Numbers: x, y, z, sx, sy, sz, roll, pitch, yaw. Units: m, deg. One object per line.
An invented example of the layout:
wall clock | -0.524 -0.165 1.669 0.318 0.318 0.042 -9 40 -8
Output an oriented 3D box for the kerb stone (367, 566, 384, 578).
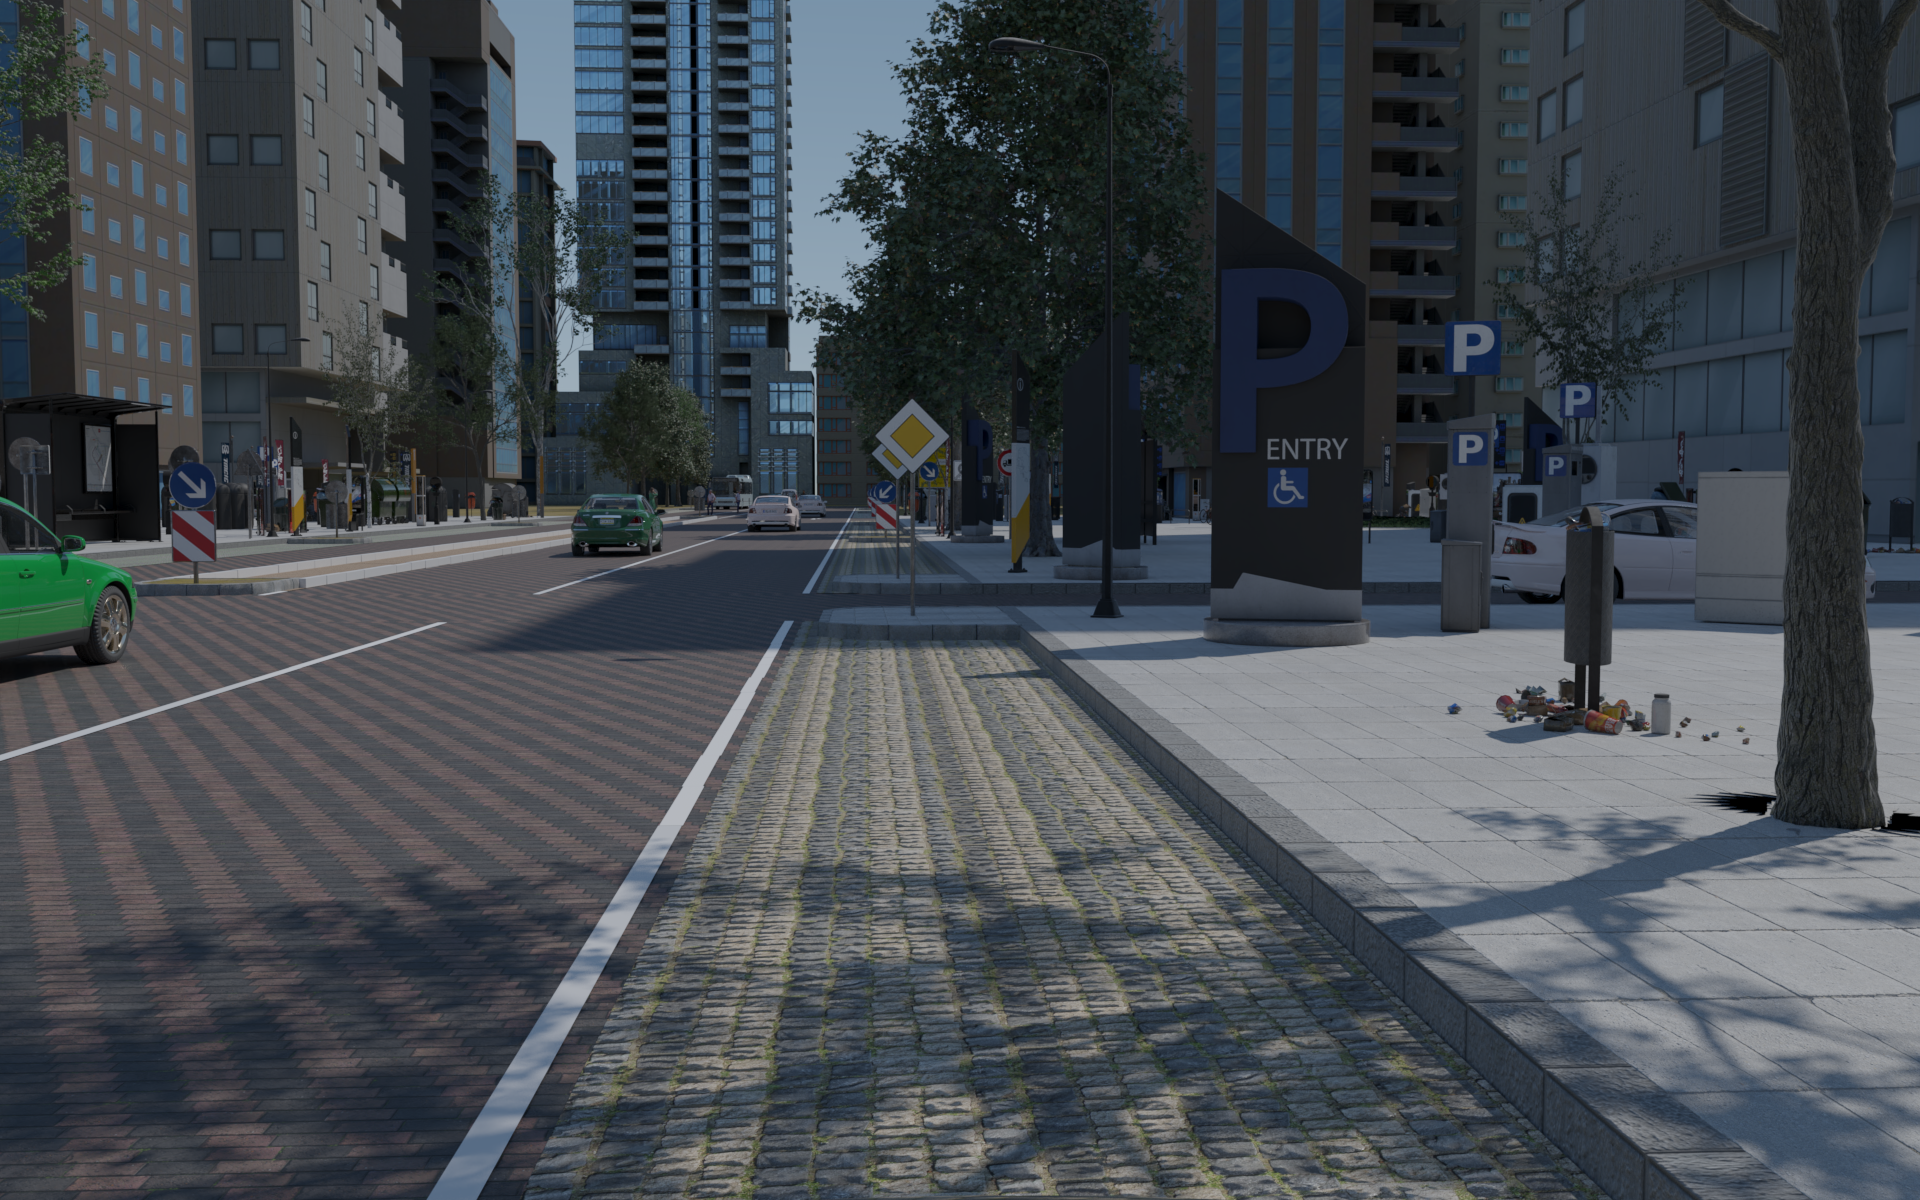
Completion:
kerb stone | -10.178 -0.467 29.850 0.120 0.150 1.000 0 4 -3

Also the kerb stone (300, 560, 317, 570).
kerb stone | -12.449 -0.650 32.817 0.120 0.150 1.000 0 4 -3

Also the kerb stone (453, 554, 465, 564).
kerb stone | -10.520 -0.844 35.997 0.120 0.150 1.000 0 4 -3

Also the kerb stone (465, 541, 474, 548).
kerb stone | -13.195 -1.465 46.140 0.120 0.150 1.000 0 4 -3

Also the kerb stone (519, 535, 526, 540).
kerb stone | -13.587 -1.895 53.291 0.120 0.150 1.000 0 4 -3

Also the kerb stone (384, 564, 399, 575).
kerb stone | -10.242 -0.531 30.870 0.120 0.150 1.000 0 4 -3

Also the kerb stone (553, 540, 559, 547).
kerb stone | -11.147 -1.532 47.247 0.120 0.150 1.000 0 4 -3

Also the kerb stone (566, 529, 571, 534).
kerb stone | -14.043 -2.399 61.480 0.120 0.150 1.000 0 4 -3

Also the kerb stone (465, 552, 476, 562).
kerb stone | -10.578 -0.907 37.018 0.120 0.150 1.000 0 4 -3

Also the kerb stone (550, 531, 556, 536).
kerb stone | -13.872 -2.209 58.403 0.120 0.150 1.000 0 4 -3

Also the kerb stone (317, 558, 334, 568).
kerb stone | -12.505 -0.711 33.837 0.120 0.150 1.000 0 4 -3

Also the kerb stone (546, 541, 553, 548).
kerb stone | -11.094 -1.470 46.226 0.120 0.150 1.000 0 4 -3

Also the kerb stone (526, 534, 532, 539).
kerb stone | -13.648 -1.964 54.311 0.120 0.150 1.000 0 4 -3

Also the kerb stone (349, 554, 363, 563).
kerb stone | -12.624 -0.838 35.899 0.120 0.150 1.000 0 4 -3

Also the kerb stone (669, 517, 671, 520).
kerb stone | -15.802 -4.343 93.203 0.120 0.150 1.000 0 4 -3

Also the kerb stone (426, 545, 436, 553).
kerb stone | -12.965 -1.213 42.041 0.120 0.150 1.000 0 4 -3

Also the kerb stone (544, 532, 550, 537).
kerb stone | -13.818 -2.151 57.382 0.120 0.150 1.000 0 4 -3

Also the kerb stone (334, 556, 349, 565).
kerb stone | -12.562 -0.775 34.864 0.120 0.150 1.000 0 4 -3

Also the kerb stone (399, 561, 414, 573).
kerb stone | -10.298 -0.583 31.894 0.120 0.150 1.000 0 4 -3

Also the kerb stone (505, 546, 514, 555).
kerb stone | -10.809 -1.157 41.115 0.120 0.150 1.000 0 4 -3

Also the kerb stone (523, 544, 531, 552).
kerb stone | -10.913 -1.282 43.158 0.120 0.150 1.000 0 4 -3

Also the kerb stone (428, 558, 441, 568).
kerb stone | -10.403 -0.718 33.943 0.120 0.150 1.000 0 4 -3

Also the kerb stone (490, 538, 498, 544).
kerb stone | -13.364 -1.649 49.208 0.120 0.150 1.000 0 4 -3

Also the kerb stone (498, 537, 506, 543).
kerb stone | -13.418 -1.715 50.229 0.120 0.150 1.000 0 4 -3

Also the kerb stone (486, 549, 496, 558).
kerb stone | -10.696 -1.032 39.073 0.120 0.150 1.000 0 4 -3

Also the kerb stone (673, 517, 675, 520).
kerb stone | -15.926 -4.468 95.244 0.120 0.150 1.000 0 4 -3

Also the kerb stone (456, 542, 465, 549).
kerb stone | -13.136 -1.402 45.120 0.120 0.150 1.000 0 4 -3

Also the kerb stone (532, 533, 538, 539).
kerb stone | -13.704 -2.027 55.333 0.120 0.150 1.000 0 4 -3

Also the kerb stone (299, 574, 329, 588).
kerb stone | -10.016 -0.281 26.787 0.120 0.150 1.000 0 4 -3

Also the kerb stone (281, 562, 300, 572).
kerb stone | -12.393 -0.587 31.794 0.120 0.150 1.000 0 4 -3

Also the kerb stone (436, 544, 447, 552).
kerb stone | -13.013 -1.277 43.075 0.120 0.150 1.000 0 4 -3

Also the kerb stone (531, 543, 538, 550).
kerb stone | -10.977 -1.341 44.180 0.120 0.150 1.000 0 4 -3

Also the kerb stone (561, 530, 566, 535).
kerb stone | -13.984 -2.340 60.458 0.120 0.150 1.000 0 4 -3

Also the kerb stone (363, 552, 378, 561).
kerb stone | -12.669 -0.901 36.920 0.120 0.150 1.000 0 4 -3

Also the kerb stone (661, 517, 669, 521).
kerb stone | -15.748 -4.280 92.178 0.120 0.150 1.000 0 4 -3

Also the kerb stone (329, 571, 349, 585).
kerb stone | -10.066 -0.343 27.808 0.120 0.150 1.000 0 4 -3

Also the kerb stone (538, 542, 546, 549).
kerb stone | -11.031 -1.407 45.206 0.120 0.150 1.000 0 4 -3

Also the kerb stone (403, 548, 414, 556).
kerb stone | -12.854 -1.088 39.989 0.120 0.150 1.000 0 4 -3

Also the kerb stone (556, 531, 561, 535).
kerb stone | -13.929 -2.278 59.437 0.120 0.150 1.000 0 4 -3

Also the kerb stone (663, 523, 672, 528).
kerb stone | -12.684 -3.221 74.853 0.120 0.150 1.000 0 4 -3

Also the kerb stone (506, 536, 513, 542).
kerb stone | -13.473 -1.776 51.250 0.120 0.150 1.000 0 4 -3

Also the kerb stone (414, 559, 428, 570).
kerb stone | -10.354 -0.656 32.922 0.120 0.150 1.000 0 4 -3

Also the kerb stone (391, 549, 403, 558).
kerb stone | -12.794 -1.026 38.968 0.120 0.150 1.000 0 4 -3

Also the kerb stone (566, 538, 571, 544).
kerb stone | -11.260 -1.656 49.292 0.120 0.150 1.000 0 4 -3

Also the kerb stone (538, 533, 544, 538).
kerb stone | -13.760 -2.088 56.361 0.120 0.150 1.000 0 4 -3

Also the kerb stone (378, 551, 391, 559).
kerb stone | -12.732 -0.963 37.948 0.120 0.150 1.000 0 4 -3

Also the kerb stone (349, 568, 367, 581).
kerb stone | -10.124 -0.402 28.830 0.120 0.150 1.000 0 4 -3

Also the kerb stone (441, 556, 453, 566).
kerb stone | -10.464 -0.776 34.964 0.120 0.150 1.000 0 4 -3

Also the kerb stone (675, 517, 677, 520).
kerb stone | -15.976 -4.526 96.275 0.120 0.150 1.000 0 4 -3

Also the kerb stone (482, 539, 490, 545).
kerb stone | -13.310 -1.587 48.184 0.120 0.150 1.000 0 4 -3

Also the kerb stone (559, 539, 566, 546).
kerb stone | -11.207 -1.595 48.268 0.120 0.150 1.000 0 4 -3

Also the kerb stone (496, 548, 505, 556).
kerb stone | -10.757 -1.092 40.094 0.120 0.150 1.000 0 4 -3

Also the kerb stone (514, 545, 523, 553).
kerb stone | -10.859 -1.220 42.136 0.120 0.150 1.000 0 4 -3

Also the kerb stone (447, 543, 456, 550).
kerb stone | -13.081 -1.339 44.095 0.120 0.150 1.000 0 4 -3

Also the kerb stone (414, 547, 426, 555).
kerb stone | -12.901 -1.150 41.016 0.120 0.150 1.000 0 4 -3

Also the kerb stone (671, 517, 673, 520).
kerb stone | -15.864 -4.405 94.223 0.120 0.150 1.000 0 4 -3

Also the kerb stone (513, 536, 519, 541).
kerb stone | -13.538 -1.836 52.270 0.120 0.150 1.000 0 4 -3

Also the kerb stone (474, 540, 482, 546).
kerb stone | -13.255 -1.527 47.164 0.120 0.150 1.000 0 4 -3

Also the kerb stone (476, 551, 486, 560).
kerb stone | -10.635 -0.969 38.043 0.120 0.150 1.000 0 4 -3

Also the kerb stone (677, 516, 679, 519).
kerb stone | -16.027 -4.594 97.299 0.120 0.150 1.000 0 4 -3
